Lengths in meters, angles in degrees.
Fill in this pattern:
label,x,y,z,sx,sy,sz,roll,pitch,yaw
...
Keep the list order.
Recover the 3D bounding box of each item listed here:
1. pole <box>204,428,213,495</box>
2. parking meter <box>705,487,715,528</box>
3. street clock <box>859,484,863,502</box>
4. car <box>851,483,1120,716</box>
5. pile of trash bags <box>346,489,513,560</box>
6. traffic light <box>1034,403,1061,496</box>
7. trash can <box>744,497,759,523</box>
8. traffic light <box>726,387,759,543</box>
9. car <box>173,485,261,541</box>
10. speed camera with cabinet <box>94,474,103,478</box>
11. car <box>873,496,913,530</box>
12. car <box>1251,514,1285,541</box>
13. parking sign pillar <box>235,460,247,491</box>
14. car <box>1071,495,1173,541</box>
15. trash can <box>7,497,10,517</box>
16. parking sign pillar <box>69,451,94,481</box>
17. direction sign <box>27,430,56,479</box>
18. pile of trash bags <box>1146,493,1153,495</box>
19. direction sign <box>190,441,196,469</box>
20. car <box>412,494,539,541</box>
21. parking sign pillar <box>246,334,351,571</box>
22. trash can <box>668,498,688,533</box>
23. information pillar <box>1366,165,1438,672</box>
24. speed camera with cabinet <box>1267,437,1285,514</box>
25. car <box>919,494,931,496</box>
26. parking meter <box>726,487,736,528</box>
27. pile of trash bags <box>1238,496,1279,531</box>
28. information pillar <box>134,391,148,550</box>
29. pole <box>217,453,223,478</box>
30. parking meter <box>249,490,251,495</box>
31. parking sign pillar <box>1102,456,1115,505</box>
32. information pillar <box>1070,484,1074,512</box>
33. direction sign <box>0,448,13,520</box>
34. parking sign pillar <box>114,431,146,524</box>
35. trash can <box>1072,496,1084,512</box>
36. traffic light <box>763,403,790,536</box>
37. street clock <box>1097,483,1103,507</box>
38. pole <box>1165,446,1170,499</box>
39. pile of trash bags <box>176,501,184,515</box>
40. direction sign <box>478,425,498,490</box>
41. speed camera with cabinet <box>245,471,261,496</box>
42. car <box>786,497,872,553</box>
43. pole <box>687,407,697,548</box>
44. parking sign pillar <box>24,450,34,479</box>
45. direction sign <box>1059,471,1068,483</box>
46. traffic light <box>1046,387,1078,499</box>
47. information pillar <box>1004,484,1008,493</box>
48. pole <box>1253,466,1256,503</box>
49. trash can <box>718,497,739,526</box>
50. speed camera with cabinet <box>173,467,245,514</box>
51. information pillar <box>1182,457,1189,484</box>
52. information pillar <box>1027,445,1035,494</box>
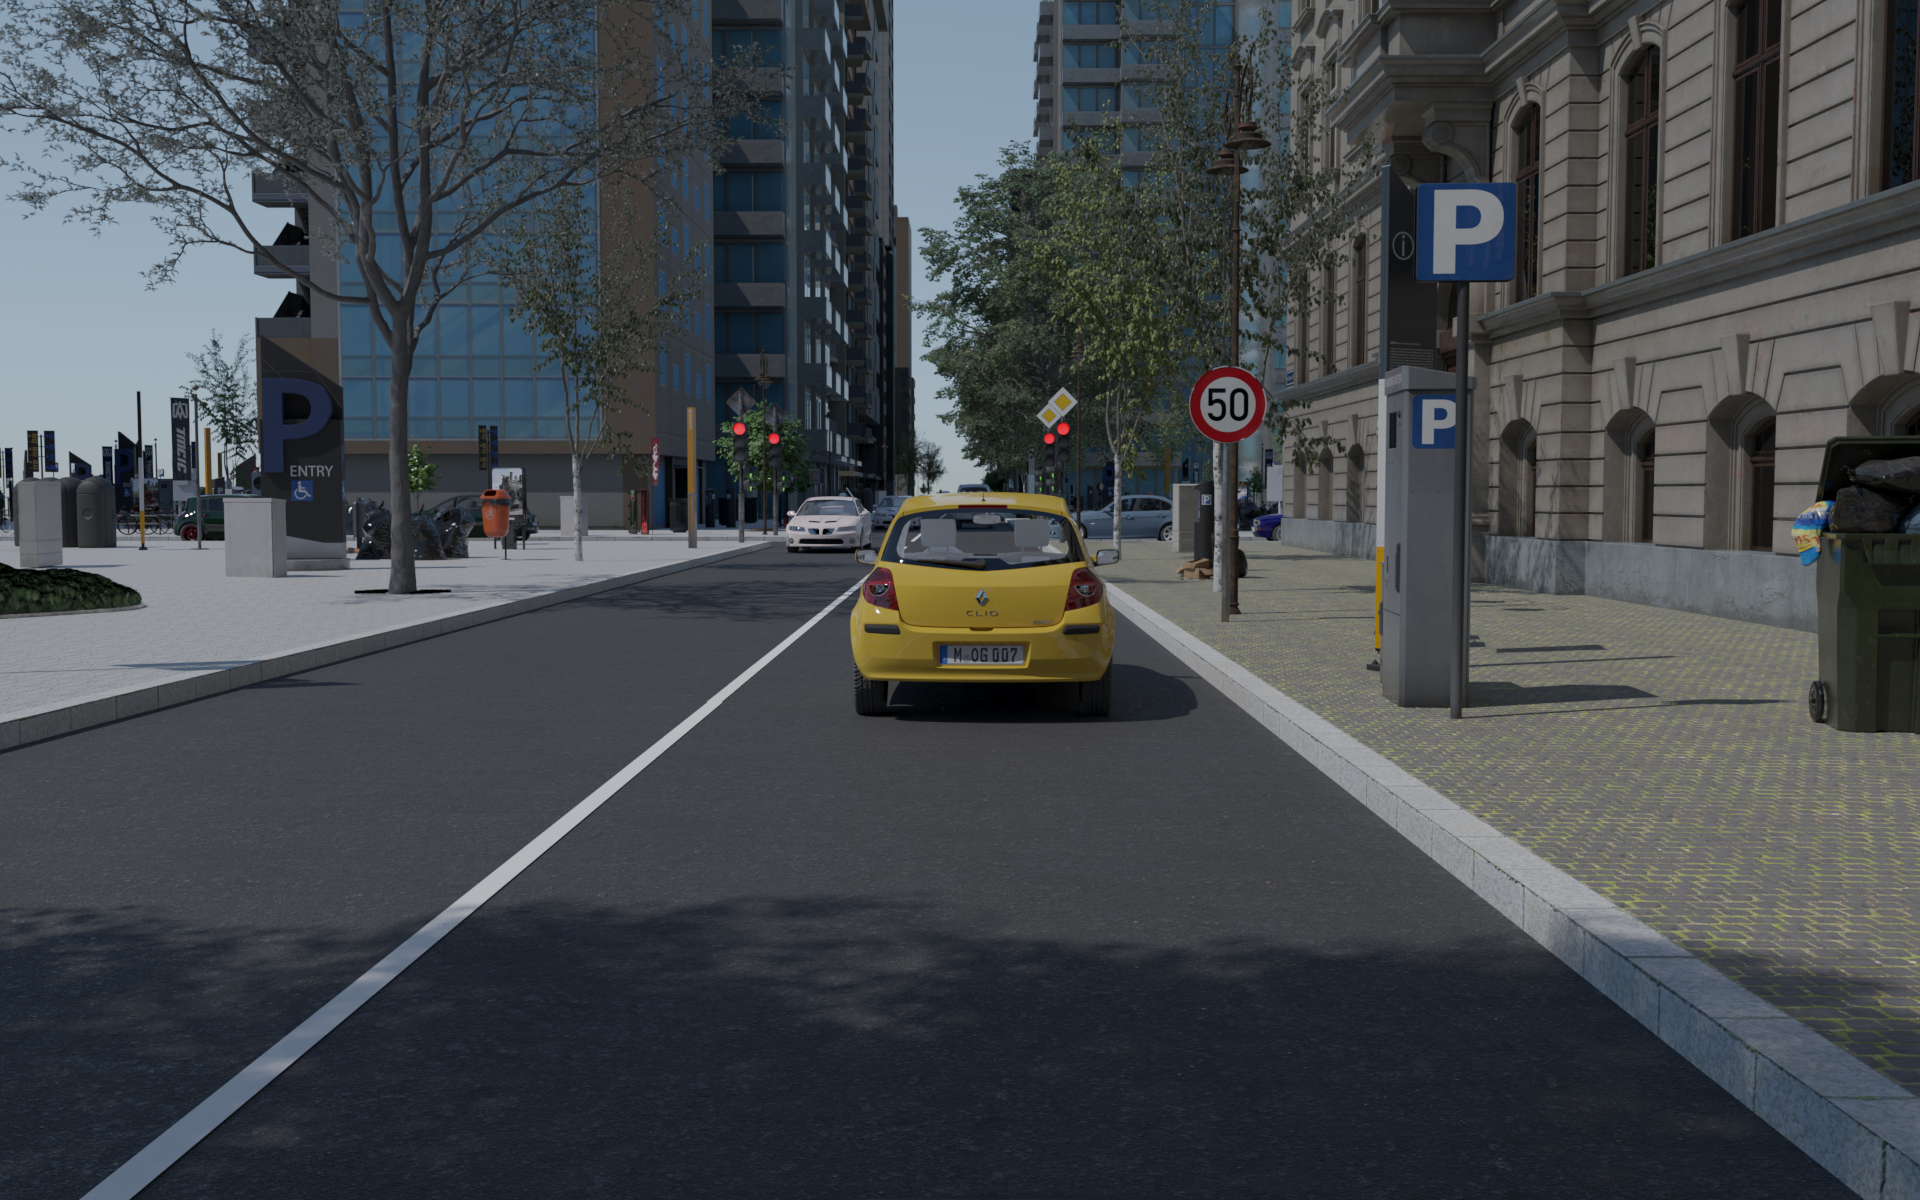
label,x,y,z,sx,sy,sz,roll,pitch,yaw
pole,-23.100,-3.633,53.246,0.158,3.312,0.155,0,3,0
parking meter,-9.550,-3.535,66.213,0.372,1.533,0.369,0,3,0
street clock,-6.958,-7.157,121.588,0.358,2.002,0.471,1,4,10
car,0.191,-0.149,12.653,2.015,1.641,3.980,0,4,2
pile of trash bags,-10.233,-1.493,34.160,3.447,1.369,1.912,2,4,26
traffic light,2.724,-3.948,53.478,0.839,4.253,0.868,0,4,0
trash can,-9.194,-3.931,75.931,0.748,1.137,0.748,0,3,0
traffic light,-5.736,-3.462,45.528,0.839,4.253,0.868,0,4,0
car,-19.960,-2.390,48.863,4.222,1.686,2.009,0,4,-1
speed camera with cabinet,-39.948,-5.339,81.624,0.660,3.252,2.038,0,4,7
car,-2.523,-3.605,71.298,2.083,1.381,4.827,0,4,1
car,10.277,-2.240,49.209,3.894,1.354,1.945,0,4,2
parking sign pillar,-47.440,-7.748,115.152,1.447,3.967,1.447,-1,4,-14
car,4.741,-2.308,49.742,4.499,1.417,2.014,0,4,1
trash can,-53.068,-5.227,97.120,0.748,1.137,0.748,0,3,0
parking sign pillar,-55.075,-7.347,108.602,1.447,3.967,1.447,3,5,45
direction sign,-32.670,-4.261,61.663,0.876,3.537,0.379,-1,4,-21
pile of trash bags,13.518,-6.718,119.596,1.912,1.369,3.447,-1,4,-13
direction sign,-33.106,-5.050,74.560,0.876,3.537,0.379,2,4,32
car,-14.446,-2.495,50.575,4.222,1.686,2.009,0,4,2
parking sign pillar,-11.123,-2.498,29.315,1.447,3.967,1.447,-1,4,-11
trash can,-9.327,-2.809,57.580,0.748,1.137,0.748,0,3,0
information pillar,3.229,-1.297,12.559,0.504,3.616,0.183,-2,4,-28
speed camera with cabinet,10.586,-3.785,56.226,0.660,3.252,2.038,2,4,31
car,-2.325,-6.862,124.197,2.014,1.417,4.499,0,4,2
parking meter,-8.752,-3.531,66.147,0.372,1.533,0.369,0,3,0
pile of trash bags,10.399,-3.159,61.405,1.912,1.369,3.447,-3,5,-40
information pillar,-18.747,-2.953,39.644,0.183,3.616,0.504,-2,4,-24
pole,-36.321,-5.579,85.066,0.158,3.312,0.155,0,3,0
parking meter,-39.001,-5.288,94.867,0.372,1.533,0.369,0,3,0
parking sign pillar,10.586,-8.106,121.004,1.447,3.967,1.447,2,4,33
information pillar,8.064,-7.363,124.882,0.304,2.012,0.304,1,4,8
direction sign,-46.601,-5.652,84.410,0.379,3.537,0.876,3,4,37
parking sign pillar,-35.481,-5.234,74.041,1.447,3.967,1.447,1,4,17
trash can,7.062,-5.615,103.453,0.748,1.137,0.748,0,3,0
traffic light,-5.687,-3.951,53.513,0.839,4.253,0.868,0,4,0
street clock,9.164,-6.655,113.386,0.358,2.002,0.471,3,4,39
pole,8.855,-4.904,74.031,0.158,3.312,0.155,0,3,0
pile of trash bags,-41.675,-4.883,89.592,3.447,1.369,1.912,1,4,10
direction sign,-15.569,-3.990,57.227,0.379,3.537,0.876,2,4,28
speed camera with cabinet,-29.087,-4.653,70.404,2.038,3.252,0.660,0,4,-7
car,-3.264,-1.925,43.842,2.083,1.381,4.827,0,4,2
pole,-6.320,-2.875,40.856,0.158,3.312,0.155,0,3,0
parking sign pillar,-57.263,-7.218,106.483,1.447,3.967,1.447,-2,4,-32
direction sign,7.005,-7.716,118.154,0.876,3.537,0.379,2,4,35
traffic light,2.675,-3.460,45.493,0.839,4.253,0.868,0,4,0
information pillar,3.185,-7.096,120.509,0.304,2.012,0.304,0,4,5
pole,21.265,-8.031,125.142,0.158,3.312,0.155,0,3,0
trash can,-9.534,-3.605,70.591,0.748,1.137,0.748,0,3,0
speed camera with cabinet,-25.536,-3.939,58.743,2.038,3.252,0.660,0,4,-6
information pillar,14.251,-7.211,109.262,0.504,3.616,0.183,3,4,37
information pillar,3.008,-5.020,73.435,0.183,3.616,0.504,2,4,35
